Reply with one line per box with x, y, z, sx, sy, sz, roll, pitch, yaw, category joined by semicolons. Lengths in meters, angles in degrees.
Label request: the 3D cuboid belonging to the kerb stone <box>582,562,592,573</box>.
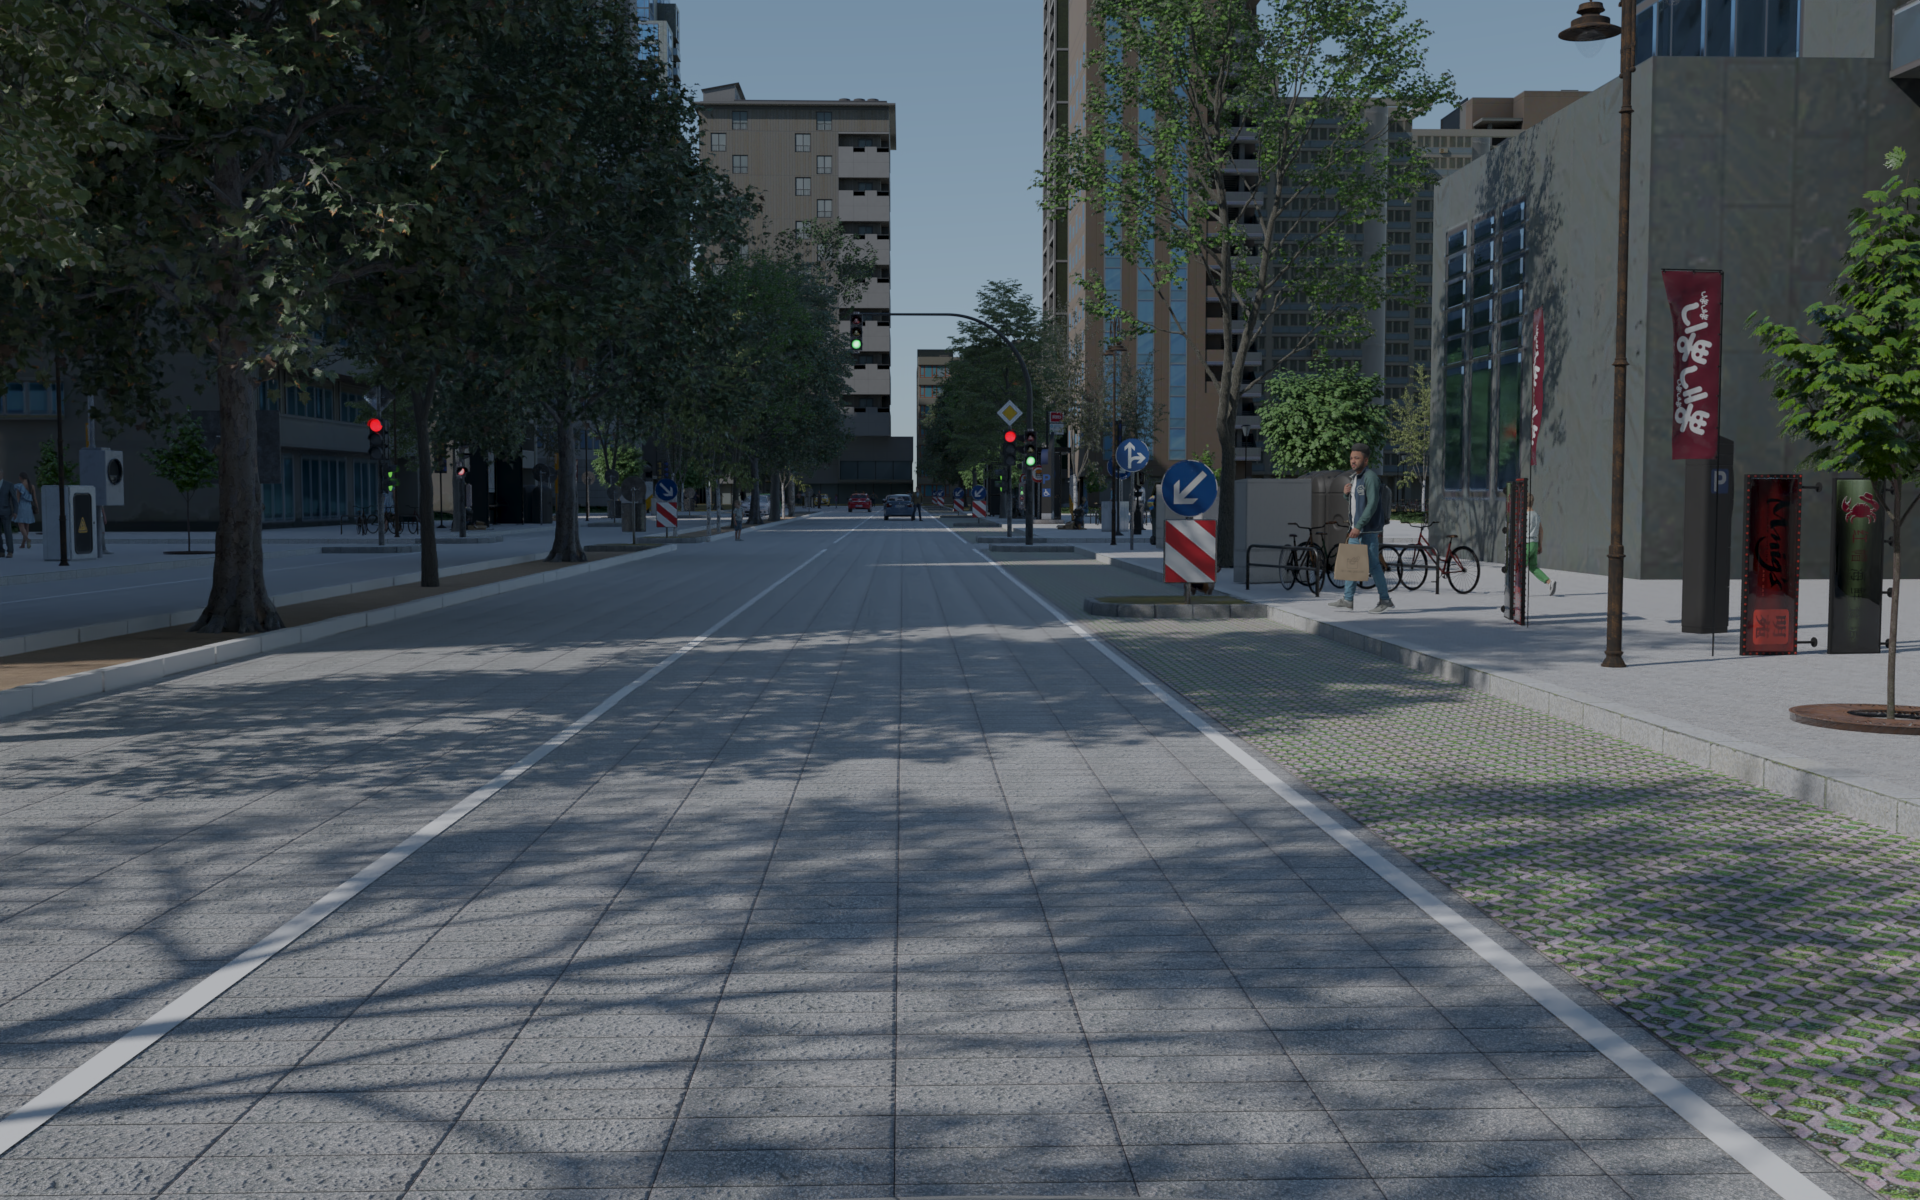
-6.886;-0.567;31.475;0.120;0.150;1.000;0;4;-2;kerb stone

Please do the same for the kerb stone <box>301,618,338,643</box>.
-6.407;0.315;17.149;0.120;0.150;1.000;0;4;-2;kerb stone

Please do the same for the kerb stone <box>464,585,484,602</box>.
-6.618;-0.067;23.291;0.120;0.150;1.000;0;4;-2;kerb stone

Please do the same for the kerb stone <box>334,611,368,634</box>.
-6.451;0.246;18.175;0.120;0.150;1.000;0;4;-2;kerb stone

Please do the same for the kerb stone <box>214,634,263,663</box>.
-6.346;0.434;15.104;0.120;0.150;1.000;0;4;-2;kerb stone

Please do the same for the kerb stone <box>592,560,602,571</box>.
-6.913;-0.630;32.501;0.120;0.150;1.000;0;4;-2;kerb stone

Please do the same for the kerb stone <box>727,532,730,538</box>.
-7.703;-2.102;56.629;0.120;0.150;1.000;0;4;-2;kerb stone

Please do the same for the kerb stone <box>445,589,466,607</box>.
-6.579;-0.004;22.270;0.120;0.150;1.000;0;4;-2;kerb stone

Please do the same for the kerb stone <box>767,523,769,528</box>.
-8.248;-3.103;73.046;0.120;0.150;1.000;0;4;-2;kerb stone

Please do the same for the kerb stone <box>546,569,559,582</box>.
-6.781;-0.380;28.408;0.120;0.150;1.000;0;4;-2;kerb stone

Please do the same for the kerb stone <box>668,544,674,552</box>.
-7.254;-1.256;42.733;0.120;0.150;1.000;0;4;-2;kerb stone

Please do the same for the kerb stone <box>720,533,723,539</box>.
-7.646;-1.980;54.576;0.120;0.150;1.000;0;4;-2;kerb stone

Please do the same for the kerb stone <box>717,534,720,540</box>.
-7.605;-1.918;53.555;0.120;0.150;1.000;0;4;-2;kerb stone

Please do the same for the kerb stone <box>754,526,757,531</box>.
-8.050;-2.731;66.877;0.120;0.150;1.000;0;4;-2;kerb stone

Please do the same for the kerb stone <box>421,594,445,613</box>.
-6.547;0.058;21.249;0.120;0.150;1.000;0;4;-2;kerb stone

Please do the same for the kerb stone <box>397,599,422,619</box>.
-6.508;0.128;20.228;0.120;0.150;1.000;0;4;-2;kerb stone

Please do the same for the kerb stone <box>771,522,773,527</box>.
-8.319;-3.236;75.104;0.120;0.150;1.000;0;4;-2;kerb stone

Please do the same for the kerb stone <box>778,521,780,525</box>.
-8.444;-3.487;79.205;0.120;0.150;1.000;0;4;-2;kerb stone

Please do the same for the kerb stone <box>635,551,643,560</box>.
-7.083;-0.943;37.617;0.120;0.150;1.000;0;4;-2;kerb stone

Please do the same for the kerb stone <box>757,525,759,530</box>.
-8.078;-2.796;67.914;0.120;0.150;1.000;0;4;-2;kerb stone

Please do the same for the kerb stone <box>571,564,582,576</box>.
-6.849;-0.505;30.451;0.120;0.150;1.000;0;4;-2;kerb stone

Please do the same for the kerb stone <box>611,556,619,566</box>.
-6.988;-0.754;34.543;0.120;0.150;1.000;0;4;-2;kerb stone

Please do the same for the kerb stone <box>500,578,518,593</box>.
-6.682;-0.192;25.342;0.120;0.150;1.000;0;4;-2;kerb stone

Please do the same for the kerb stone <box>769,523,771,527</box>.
-8.281;-3.173;74.078;0.120;0.150;1.000;0;4;-2;kerb stone

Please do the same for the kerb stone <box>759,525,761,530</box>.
-8.114;-2.858;68.956;0.120;0.150;1.000;0;4;-2;kerb stone

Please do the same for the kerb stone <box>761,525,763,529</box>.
-8.147;-2.918;69.977;0.120;0.150;1.000;0;4;-2;kerb stone

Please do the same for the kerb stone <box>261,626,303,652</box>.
-6.378;0.371;16.127;0.120;0.150;1.000;0;4;-2;kerb stone

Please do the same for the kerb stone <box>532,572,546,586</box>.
-6.753;-0.317;27.384;0.120;0.150;1.000;0;4;-2;kerb stone

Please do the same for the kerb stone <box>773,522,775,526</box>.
-8.347;-3.299;76.126;0.120;0.150;1.000;0;4;-2;kerb stone

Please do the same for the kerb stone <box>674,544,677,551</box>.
-7.284;-1.319;43.766;0.120;0.150;1.000;0;4;-2;kerb stone

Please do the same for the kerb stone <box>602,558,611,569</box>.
-6.947;-0.693;33.522;0.120;0.150;1.000;0;4;-2;kerb stone

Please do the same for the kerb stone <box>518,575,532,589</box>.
-6.716;-0.255;26.363;0.120;0.150;1.000;0;4;-2;kerb stone

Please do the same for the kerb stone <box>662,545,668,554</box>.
-7.219;-1.194;41.712;0.120;0.150;1.000;0;4;-2;kerb stone

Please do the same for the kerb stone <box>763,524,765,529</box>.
-8.183;-2.985;70.999;0.120;0.150;1.000;0;4;-2;kerb stone

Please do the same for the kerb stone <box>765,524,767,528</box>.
-8.216;-3.047;72.021;0.120;0.150;1.000;0;4;-2;kerb stone

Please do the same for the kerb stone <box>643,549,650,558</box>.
-7.116;-1.006;38.638;0.120;0.150;1.000;0;4;-2;kerb stone

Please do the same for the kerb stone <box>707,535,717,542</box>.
-7.569;-1.852;52.528;0.120;0.150;1.000;0;4;-2;kerb stone

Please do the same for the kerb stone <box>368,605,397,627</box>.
-6.474;0.189;19.197;0.120;0.150;1.000;0;4;-2;kerb stone

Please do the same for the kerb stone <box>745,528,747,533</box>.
-7.912;-2.482;62.774;0.120;0.150;1.000;0;4;-2;kerb stone

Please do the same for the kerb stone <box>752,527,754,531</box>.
-8.013;-2.670;65.853;0.120;0.150;1.000;0;4;-2;kerb stone

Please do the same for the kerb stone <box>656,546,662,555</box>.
-7.183;-1.131;40.685;0.120;0.150;1.000;0;4;-2;kerb stone

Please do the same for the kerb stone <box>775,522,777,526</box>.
-8.378;-3.361;77.149;0.120;0.150;1.000;0;4;-2;kerb stone

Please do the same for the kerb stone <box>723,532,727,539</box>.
-7.674;-2.043;55.601;0.120;0.150;1.000;0;4;-2;kerb stone

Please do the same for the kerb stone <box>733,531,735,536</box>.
-7.779;-2.232;58.685;0.120;0.150;1.000;0;4;-2;kerb stone

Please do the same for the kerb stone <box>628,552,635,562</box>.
-7.056;-0.881;36.595;0.120;0.150;1.000;0;4;-2;kerb stone

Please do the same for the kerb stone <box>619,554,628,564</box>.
-7.020;-0.814;35.572;0.120;0.150;1.000;0;4;-2;kerb stone

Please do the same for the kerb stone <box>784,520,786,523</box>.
-8.589;-3.736;83.296;0.120;0.150;1.000;0;4;-2;kerb stone

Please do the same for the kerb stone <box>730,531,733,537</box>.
-7.741;-2.168;57.650;0.120;0.150;1.000;0;4;-2;kerb stone

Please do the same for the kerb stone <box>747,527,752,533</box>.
-7.985;-2.607;64.826;0.120;0.150;1.000;0;4;-2;kerb stone

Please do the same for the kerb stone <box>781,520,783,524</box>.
-8.521;-3.607;81.249;0.120;0.150;1.000;0;4;-2;kerb stone

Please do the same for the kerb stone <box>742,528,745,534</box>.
-7.873;-2.419;61.751;0.120;0.150;1.000;0;4;-2;kerb stone

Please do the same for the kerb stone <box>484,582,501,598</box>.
-6.653;-0.129;24.313;0.120;0.150;1.000;0;4;-2;kerb stone

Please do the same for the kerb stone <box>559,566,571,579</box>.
-6.809;-0.439;29.430;0.120;0.150;1.000;0;4;-2;kerb stone

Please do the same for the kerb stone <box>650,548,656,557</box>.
-7.149;-1.068;39.660;0.120;0.150;1.000;0;4;-2;kerb stone
